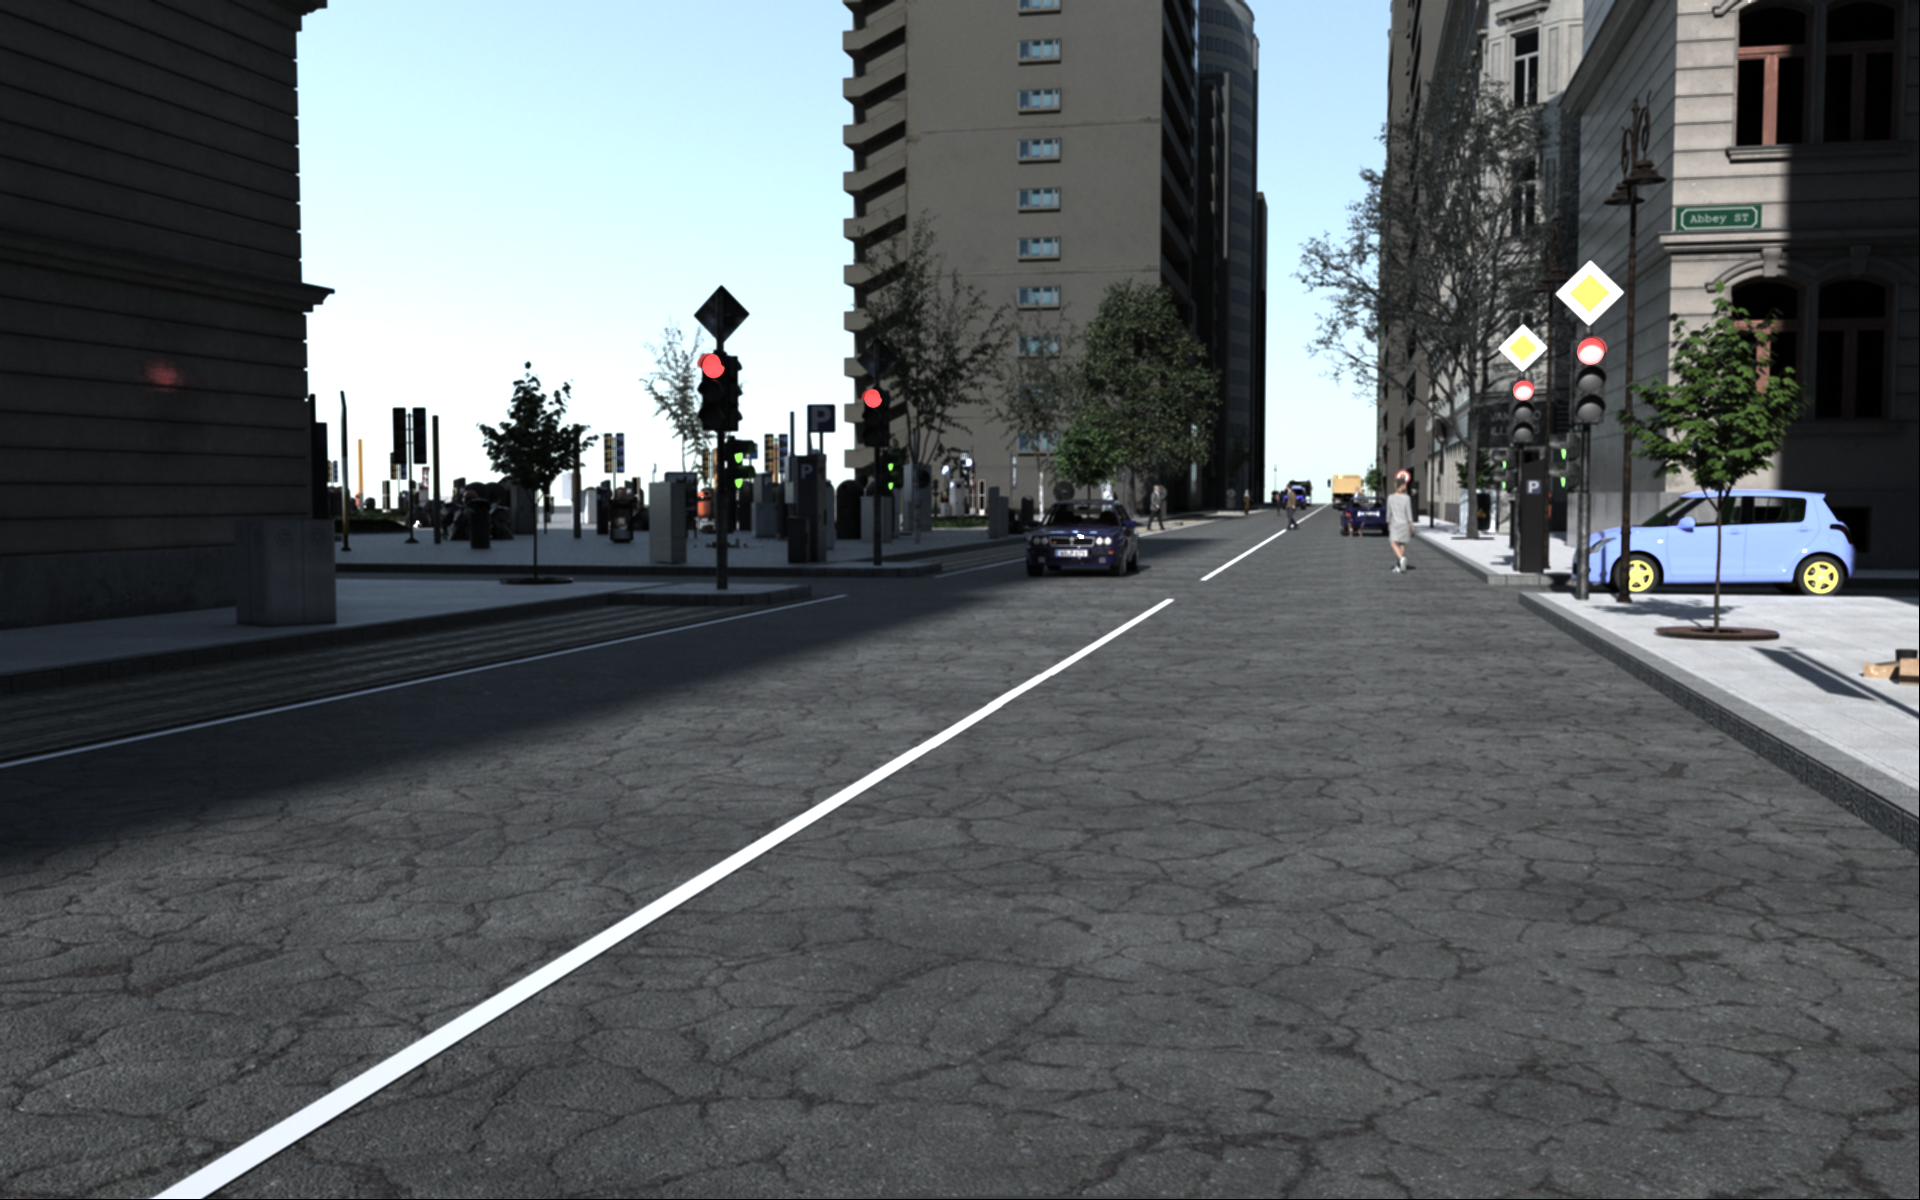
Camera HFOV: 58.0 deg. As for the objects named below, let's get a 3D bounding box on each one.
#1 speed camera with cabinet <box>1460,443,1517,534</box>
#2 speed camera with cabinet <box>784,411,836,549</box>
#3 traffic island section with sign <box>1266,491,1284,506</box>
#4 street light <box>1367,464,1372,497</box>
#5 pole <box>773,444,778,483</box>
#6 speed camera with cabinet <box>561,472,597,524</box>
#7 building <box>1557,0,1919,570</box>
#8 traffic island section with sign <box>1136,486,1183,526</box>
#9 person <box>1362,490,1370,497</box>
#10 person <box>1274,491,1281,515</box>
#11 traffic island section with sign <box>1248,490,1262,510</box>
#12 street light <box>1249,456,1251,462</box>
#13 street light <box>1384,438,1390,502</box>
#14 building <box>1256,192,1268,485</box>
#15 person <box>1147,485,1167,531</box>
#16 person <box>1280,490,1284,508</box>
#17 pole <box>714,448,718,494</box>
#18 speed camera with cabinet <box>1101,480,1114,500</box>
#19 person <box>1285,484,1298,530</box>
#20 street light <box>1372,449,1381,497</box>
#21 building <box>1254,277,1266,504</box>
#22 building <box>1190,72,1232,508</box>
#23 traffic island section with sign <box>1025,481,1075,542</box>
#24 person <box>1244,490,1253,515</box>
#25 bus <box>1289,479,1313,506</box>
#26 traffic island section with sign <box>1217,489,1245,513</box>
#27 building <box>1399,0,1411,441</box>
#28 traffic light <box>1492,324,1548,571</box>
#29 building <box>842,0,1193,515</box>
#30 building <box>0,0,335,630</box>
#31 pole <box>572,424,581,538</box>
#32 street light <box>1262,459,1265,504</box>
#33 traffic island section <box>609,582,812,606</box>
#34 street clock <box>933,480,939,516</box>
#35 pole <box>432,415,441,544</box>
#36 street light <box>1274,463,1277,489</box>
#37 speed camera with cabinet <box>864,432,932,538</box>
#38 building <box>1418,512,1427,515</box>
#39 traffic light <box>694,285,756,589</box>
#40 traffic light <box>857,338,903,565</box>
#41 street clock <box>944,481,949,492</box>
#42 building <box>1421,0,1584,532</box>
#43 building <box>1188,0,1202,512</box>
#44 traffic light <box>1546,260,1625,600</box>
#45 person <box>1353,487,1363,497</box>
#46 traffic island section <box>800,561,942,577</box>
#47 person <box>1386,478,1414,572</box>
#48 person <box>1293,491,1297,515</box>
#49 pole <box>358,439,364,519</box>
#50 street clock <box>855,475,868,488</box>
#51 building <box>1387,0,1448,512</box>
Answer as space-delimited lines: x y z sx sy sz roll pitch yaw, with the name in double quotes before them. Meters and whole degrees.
"speed camera with cabinet" 17.066 -3.732 55.346 2.038 3.252 0.660 -1 4 -9
"speed camera with cabinet" -3.566 -2.852 40.973 0.660 3.252 2.038 -2 4 -24
"traffic island section with sign" 38.049 -12.270 209.233 1.989 1.847 2.006 1 4 12
"street light" 60.599 -17.397 257.225 0.468 5.910 1.993 1 4 12
"pole" -7.579 -4.730 71.175 0.158 3.312 0.155 0 3 0
"speed camera with cabinet" -16.284 -4.899 74.439 0.660 3.252 2.038 2 4 24
"building" 24.361 -15.018 32.931 23.554 28.519 14.401 1 4 12
"traffic island section with sign" 9.172 -4.321 79.279 1.989 1.847 2.006 1 4 12
"person" 29.828 -7.253 127.620 0.750 1.759 0.617 -1 4 -10
"person" 21.241 -6.480 115.922 0.415 1.643 0.593 -1 4 -15
"traffic island section with sign" 26.051 -8.968 155.256 1.989 1.847 2.006 1 4 12
"street light" 31.288 -13.144 187.691 0.468 5.910 1.993 1 4 12
"street light" 34.500 -10.233 140.094 0.468 5.910 1.993 1 4 12
"building" 36.994 -36.734 250.714 14.600 45.320 14.200 1 4 12
"person" 7.699 -3.584 67.497 0.834 1.777 0.661 1 4 15
"person" 32.515 -10.159 174.601 1.348 1.824 0.705 1 4 18
"pole" -10.756 -5.054 76.482 0.158 3.312 0.155 0 3 0
"speed camera with cabinet" 8.924 -6.757 104.811 0.660 3.252 2.038 0 4 -1
"person" 13.276 -3.737 69.518 0.836 1.842 0.656 -3 5 -39
"street light" 44.517 -12.973 184.900 0.468 5.910 1.993 1 4 12
"building" 34.407 -28.475 237.269 14.160 30.474 14.107 1 4 12
"building" 18.183 -29.426 164.713 14.154 41.232 14.086 1 4 12
"traffic island section with sign" 3.097 -2.649 51.946 1.989 1.847 2.006 1 4 12
"person" 20.044 -6.803 120.460 0.721 1.736 1.217 3 4 38
"bus" 40.768 -13.006 207.504 2.948 3.499 13.247 1 4 12
"traffic island section with sign" 20.195 -7.354 128.861 1.989 1.847 2.006 1 4 12
"building" 46.276 -29.423 135.683 22.147 44.769 28.867 1 4 12
"traffic light" 9.283 -2.436 28.745 0.839 4.253 0.868 1 4 12
"building" 4.094 -30.212 117.673 21.300 48.544 21.600 1 4 12
"building" -25.550 -12.240 19.208 34.723 24.649 14.460 1 4 12
"pole" -11.129 -3.452 50.287 0.158 3.312 0.155 0 3 0
"street light" 39.227 -15.350 223.765 0.468 5.910 1.993 1 4 12
"traffic island section" -3.239 -0.072 23.457 2.009 0.180 2.903 1 4 12
"street clock" -1.216 -5.004 86.393 0.358 2.002 0.471 0 4 2
"pole" -13.562 -3.120 44.853 0.158 3.312 0.155 0 3 0
"street light" 47.295 -17.554 259.792 0.468 5.910 1.993 1 4 12
"speed camera with cabinet" -1.853 -3.474 51.135 2.038 3.252 0.660 -2 4 -30
"building" 40.110 -29.812 111.134 21.300 48.544 21.600 1 4 12
"traffic light" -3.202 -2.104 23.314 0.839 4.253 0.868 1 4 12
"traffic light" -1.470 -2.580 31.110 0.839 4.253 0.868 1 4 12
"street clock" -0.691 -5.775 98.999 0.358 2.002 0.471 -2 4 -31
"building" 30.365 -18.439 77.891 17.030 29.872 44.131 1 4 12
"building" 9.375 -50.738 142.233 22.319 86.520 31.000 1 4 12
"traffic light" 7.551 -1.959 20.950 0.839 4.253 0.868 1 4 12
"person" 19.669 -4.709 85.889 0.834 1.777 0.661 -3 5 -42
"traffic island section" -1.507 -0.549 31.253 2.009 0.180 2.903 1 4 12
"person" 8.070 -1.372 31.686 0.466 1.731 0.760 0 4 -7
"person" 22.590 -6.587 117.670 0.593 1.643 0.415 0 4 -6
"pole" -22.101 -4.284 63.889 0.158 3.312 0.155 0 3 0
"street clock" -3.676 -3.677 64.691 0.471 2.002 0.358 -3 5 -44
"building" 50.906 -32.912 161.807 21.300 48.544 21.600 1 4 12
